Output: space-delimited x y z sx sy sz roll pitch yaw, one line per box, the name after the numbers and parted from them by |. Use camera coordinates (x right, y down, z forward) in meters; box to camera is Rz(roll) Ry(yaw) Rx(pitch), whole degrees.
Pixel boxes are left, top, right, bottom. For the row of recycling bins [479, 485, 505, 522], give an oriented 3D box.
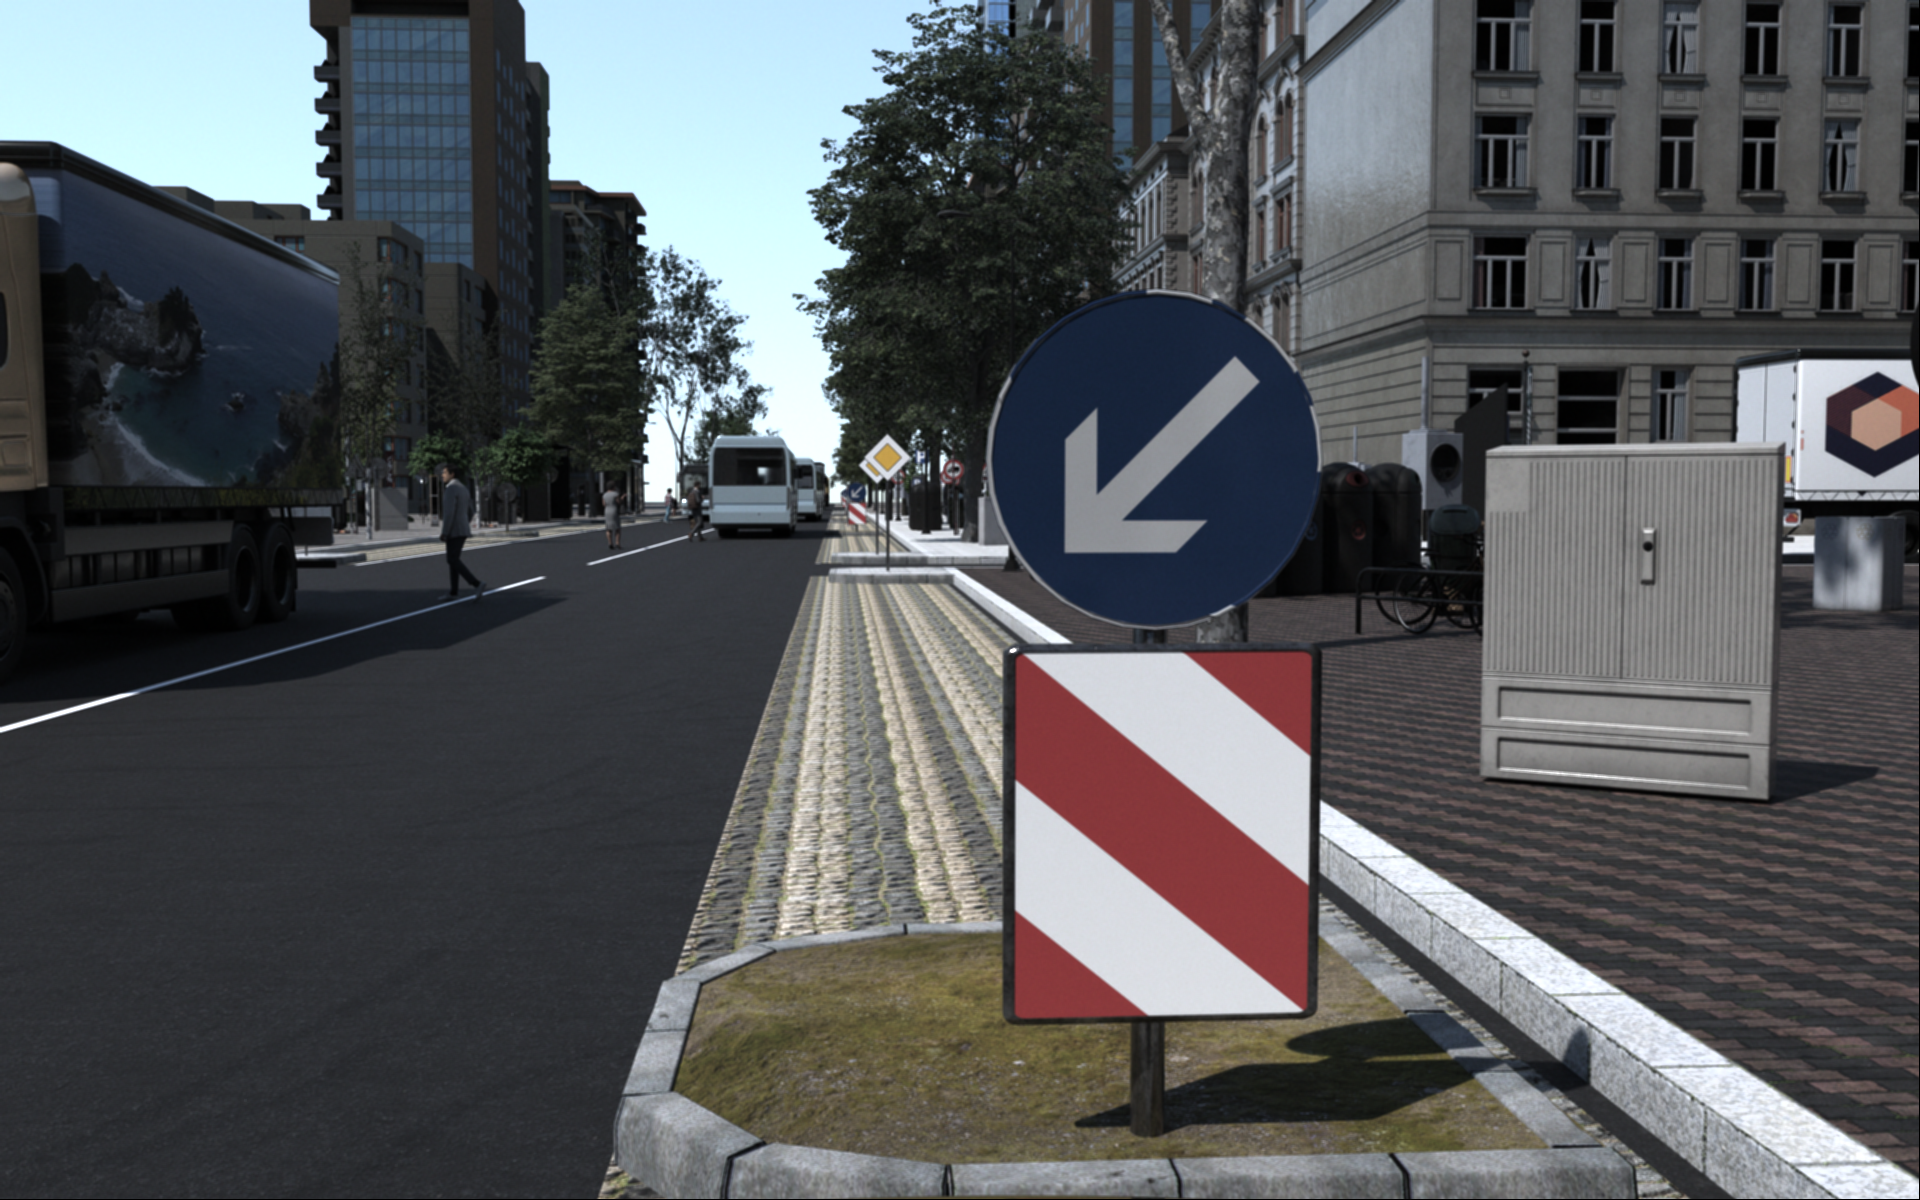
-22.143 -4.552 81.535 1.069 1.692 3.534 -1 4 -23 | row of recycling bins

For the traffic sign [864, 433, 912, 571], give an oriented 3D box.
-1.202 -1.536 28.757 0.795 2.450 0.064 0 4 -4 | traffic sign

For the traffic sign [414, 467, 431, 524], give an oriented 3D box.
-23.146 -4.494 74.660 0.795 2.450 0.064 0 4 3 | traffic sign

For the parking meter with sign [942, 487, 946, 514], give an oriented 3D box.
-0.725 -6.892 108.948 1.738 3.016 0.543 -2 4 -26 | parking meter with sign

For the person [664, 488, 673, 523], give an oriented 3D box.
-14.418 -4.659 85.514 0.643 1.720 0.563 -3 4 -36 | person

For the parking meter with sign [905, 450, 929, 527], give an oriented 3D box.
-1.624 -4.335 67.139 0.543 3.016 1.738 1 4 9 | parking meter with sign

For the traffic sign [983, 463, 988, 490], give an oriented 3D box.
1.029 -3.869 63.268 0.884 2.594 0.081 0 4 -2 | traffic sign

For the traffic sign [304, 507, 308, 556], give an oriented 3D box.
-13.576 -1.974 35.919 0.795 2.450 0.064 0 4 -4 | traffic sign

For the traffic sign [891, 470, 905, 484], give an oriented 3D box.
-3.178 -5.450 89.206 0.768 2.556 0.104 0 4 3 | traffic sign

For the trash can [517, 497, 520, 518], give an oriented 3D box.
-23.478 -4.984 93.138 0.748 1.137 0.748 0 3 0 | trash can

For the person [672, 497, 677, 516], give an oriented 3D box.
-18.698 -6.157 112.348 0.628 1.438 0.799 1 4 8 | person

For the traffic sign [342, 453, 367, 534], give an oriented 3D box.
-19.181 -3.364 55.010 0.884 2.594 0.081 0 4 -1 | traffic sign

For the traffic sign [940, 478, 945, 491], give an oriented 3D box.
-1.069 -5.862 97.967 0.606 2.300 0.079 0 4 -1 | traffic sign

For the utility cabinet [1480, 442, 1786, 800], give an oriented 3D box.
2.892 0.072 7.500 1.173 1.500 0.318 2 4 30 | utility cabinet

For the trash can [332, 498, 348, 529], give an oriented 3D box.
-22.679 -3.149 63.143 0.748 1.137 0.748 0 3 0 | trash can

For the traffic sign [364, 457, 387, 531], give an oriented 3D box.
-20.048 -3.628 59.426 0.768 2.556 0.104 0 4 -2 | traffic sign

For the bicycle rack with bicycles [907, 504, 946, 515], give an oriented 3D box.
-2.031 -5.659 105.911 2.925 0.926 2.852 -1 4 -10 | bicycle rack with bicycles

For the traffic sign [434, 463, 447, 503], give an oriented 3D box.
-20.948 -4.289 70.223 0.768 2.556 0.104 0 4 -1 | traffic sign

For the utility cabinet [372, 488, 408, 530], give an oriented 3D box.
-20.234 -3.229 61.479 1.173 1.500 0.318 -2 4 -30 | utility cabinet

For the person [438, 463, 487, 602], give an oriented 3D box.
-6.659 -0.905 23.147 0.795 1.843 0.661 1 4 11 | person

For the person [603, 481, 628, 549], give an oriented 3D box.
-8.906 -2.211 45.004 0.716 1.782 0.532 2 4 26 | person

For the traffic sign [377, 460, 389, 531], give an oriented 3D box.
-20.452 -3.715 60.843 0.768 2.556 0.104 0 4 -1 | traffic sign

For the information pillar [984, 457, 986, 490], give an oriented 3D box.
1.251 -5.576 82.522 0.183 3.616 0.504 -1 4 -14 | information pillar

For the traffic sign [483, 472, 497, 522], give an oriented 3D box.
-21.566 -4.731 79.482 0.606 2.300 0.079 0 4 -1 | traffic sign

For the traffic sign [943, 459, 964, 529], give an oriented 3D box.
-0.233 -3.866 63.314 0.768 2.556 0.104 0 4 3 | traffic sign

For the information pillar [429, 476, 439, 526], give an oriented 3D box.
-20.881 -3.932 68.776 0.304 2.012 0.304 -2 4 -25 | information pillar

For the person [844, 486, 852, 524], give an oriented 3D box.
-5.265 -4.526 82.603 0.391 1.810 0.635 -2 4 -24 | person

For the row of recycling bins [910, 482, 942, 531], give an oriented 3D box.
-1.288 -3.364 62.109 1.069 1.692 3.534 0 4 -6 | row of recycling bins

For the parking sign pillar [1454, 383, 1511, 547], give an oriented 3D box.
12.809 -3.304 42.490 1.447 3.967 1.447 3 5 40 | parking sign pillar

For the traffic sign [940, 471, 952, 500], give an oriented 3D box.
-0.606 -5.308 86.896 0.768 2.556 0.104 0 4 -3 | traffic sign

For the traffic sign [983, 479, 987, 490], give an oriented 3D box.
1.259 -4.938 80.846 0.768 2.556 0.104 0 3 0 | traffic sign

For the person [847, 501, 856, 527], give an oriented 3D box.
-4.608 -3.754 74.127 0.590 1.304 0.306 3 5 44 | person

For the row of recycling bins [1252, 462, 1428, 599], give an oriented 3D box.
4.580 -0.934 22.385 3.534 1.692 1.069 -2 4 -35 | row of recycling bins

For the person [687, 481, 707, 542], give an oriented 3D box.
-7.982 -2.683 52.333 0.822 1.834 0.622 -3 5 -44 | person

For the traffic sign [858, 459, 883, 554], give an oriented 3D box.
-1.759 -2.023 36.723 0.795 2.450 0.064 0 4 -4 | traffic sign

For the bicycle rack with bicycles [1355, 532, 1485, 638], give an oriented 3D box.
4.898 -0.153 15.879 2.852 0.926 2.925 -2 4 -35 | bicycle rack with bicycles

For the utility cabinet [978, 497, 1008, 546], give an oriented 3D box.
0.941 -1.972 43.397 1.020 1.237 0.306 -3 4 -36 | utility cabinet

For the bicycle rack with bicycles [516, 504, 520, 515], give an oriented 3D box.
-22.152 -4.712 90.423 2.925 0.926 2.852 -1 4 -9 | bicycle rack with bicycles

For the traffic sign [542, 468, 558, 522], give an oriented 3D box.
-18.593 -4.789 78.413 0.768 2.556 0.104 0 4 0 | traffic sign

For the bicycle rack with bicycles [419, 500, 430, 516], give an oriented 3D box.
-29.583 -5.249 99.207 2.852 0.926 2.925 -2 4 -28 | bicycle rack with bicycles

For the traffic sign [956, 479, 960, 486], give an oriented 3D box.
-0.399 -6.836 111.866 0.768 2.556 0.104 0 4 -3 | traffic sign

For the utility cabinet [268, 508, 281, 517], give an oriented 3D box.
-17.616 -2.159 43.975 1.173 1.500 0.318 -2 4 -30 | utility cabinet
